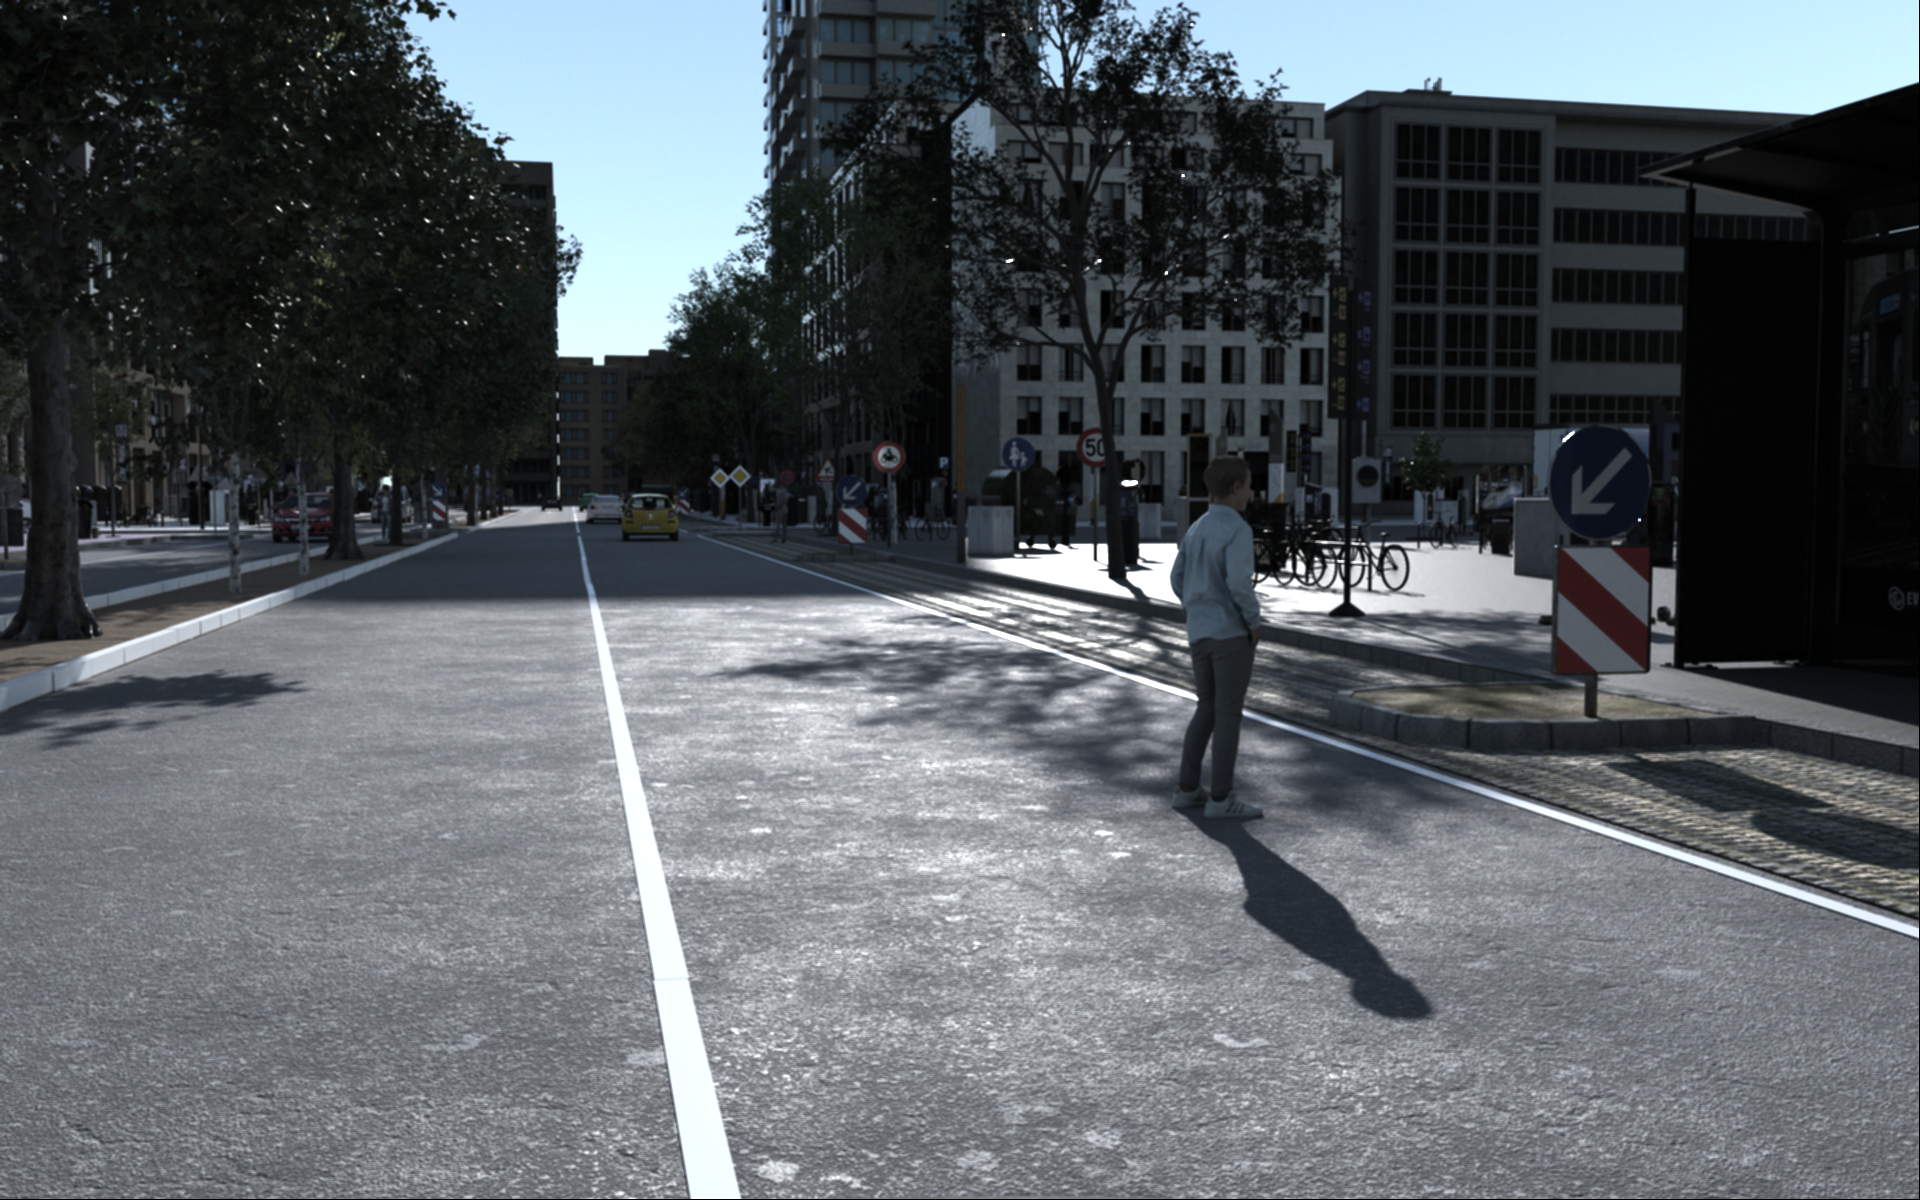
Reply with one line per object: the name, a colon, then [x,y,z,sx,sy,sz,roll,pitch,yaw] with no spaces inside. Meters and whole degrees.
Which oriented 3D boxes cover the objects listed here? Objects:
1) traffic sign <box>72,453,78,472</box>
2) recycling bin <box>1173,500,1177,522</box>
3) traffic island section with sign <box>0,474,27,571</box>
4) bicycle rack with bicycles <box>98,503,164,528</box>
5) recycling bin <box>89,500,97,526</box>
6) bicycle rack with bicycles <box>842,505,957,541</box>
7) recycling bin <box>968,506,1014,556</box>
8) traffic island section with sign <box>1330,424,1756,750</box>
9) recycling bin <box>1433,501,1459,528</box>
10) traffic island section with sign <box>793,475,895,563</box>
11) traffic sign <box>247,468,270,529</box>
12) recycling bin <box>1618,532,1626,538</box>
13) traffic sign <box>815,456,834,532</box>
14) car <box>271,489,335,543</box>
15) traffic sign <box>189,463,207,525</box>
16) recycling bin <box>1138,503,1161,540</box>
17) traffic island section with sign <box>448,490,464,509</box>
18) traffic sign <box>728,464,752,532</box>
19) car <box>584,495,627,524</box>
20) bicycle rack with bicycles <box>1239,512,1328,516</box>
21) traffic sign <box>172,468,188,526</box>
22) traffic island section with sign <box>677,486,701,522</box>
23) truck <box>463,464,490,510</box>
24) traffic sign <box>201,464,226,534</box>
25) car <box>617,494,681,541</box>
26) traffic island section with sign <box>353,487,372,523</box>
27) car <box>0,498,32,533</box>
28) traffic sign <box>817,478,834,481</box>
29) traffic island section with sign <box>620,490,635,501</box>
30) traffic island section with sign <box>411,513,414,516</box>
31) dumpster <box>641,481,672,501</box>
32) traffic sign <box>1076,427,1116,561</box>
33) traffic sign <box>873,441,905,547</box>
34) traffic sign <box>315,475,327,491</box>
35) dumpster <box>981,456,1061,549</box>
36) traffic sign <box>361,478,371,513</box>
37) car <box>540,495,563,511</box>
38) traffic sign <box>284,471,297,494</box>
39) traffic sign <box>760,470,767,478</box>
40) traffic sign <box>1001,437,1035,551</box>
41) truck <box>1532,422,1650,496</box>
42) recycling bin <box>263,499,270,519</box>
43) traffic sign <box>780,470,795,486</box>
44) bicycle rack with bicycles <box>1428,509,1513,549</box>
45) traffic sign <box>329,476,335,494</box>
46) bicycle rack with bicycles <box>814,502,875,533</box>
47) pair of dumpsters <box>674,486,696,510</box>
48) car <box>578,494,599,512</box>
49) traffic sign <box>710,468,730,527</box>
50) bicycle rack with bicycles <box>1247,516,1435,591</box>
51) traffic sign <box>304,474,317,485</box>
traffic sign: [-25.313,-2.984,48.897,0.768,2.556,0.104,-1,4,-12]
recycling bin: [10.293,-4.132,80.118,0.722,1.027,0.722,-1,4,-8]
traffic island section with sign: [-18.485,-1.510,33.319,1.989,1.847,2.006,-1,4,-13]
bicycle rack with bicycles: [-32.157,-3.304,67.395,2.852,0.926,2.925,-1,4,-22]
recycling bin: [-34.697,-3.427,68.582,0.722,1.027,0.722,0,4,3]
bicycle rack with bicycles: [-1.392,-2.145,48.450,2.852,0.926,2.925,2,4,27]
recycling bin: [0.647,-1.467,36.534,0.722,1.027,0.722,3,5,44]
traffic island section with sign: [3.386,-0.123,10.632,1.989,1.847,2.006,-1,4,-13]
recycling bin: [18.256,-3.214,65.095,0.722,1.027,0.722,-1,4,-14]
traffic island section with sign: [-2.529,-1.731,36.932,1.989,1.847,2.006,-1,4,-13]
traffic sign: [-25.451,-3.622,62.863,0.795,2.450,0.064,-1,4,-13]
recycling bin: [19.672,-2.380,51.466,0.722,1.027,0.722,-2,4,-32]
traffic sign: [-4.465,-3.584,58.599,0.884,2.594,0.081,0,4,-4]
car: [-19.681,-2.660,52.535,2.155,1.783,4.494,-1,4,-13]
traffic sign: [-31.407,-4.373,71.498,0.884,2.594,0.081,-1,4,-9]
recycling bin: [5.238,-2.196,48.460,0.722,1.027,0.722,1,4,12]
traffic island section with sign: [-47.481,-9.398,162.281,1.989,1.847,2.006,-1,4,-13]
traffic sign: [-7.455,-3.367,58.689,0.795,2.450,0.064,-1,4,-13]
car: [-17.314,-4.428,84.760,2.083,1.381,4.827,-1,4,-14]
bicycle rack with bicycles: [6.846,-1.320,34.971,2.852,0.926,2.925,-2,4,-27]
traffic sign: [-30.793,-4.055,68.435,0.606,2.300,0.079,0,4,-7]
traffic island section with sign: [-14.606,-5.014,90.614,1.989,1.847,2.006,-1,4,-13]
truck: [-44.160,-10.363,159.200,2.967,4.110,18.799,-1,4,-14]
traffic sign: [-23.700,-3.146,55.071,0.795,2.450,0.064,-1,4,-13]
car: [-9.684,-2.678,54.006,2.015,1.641,3.980,-1,4,-11]
traffic island section with sign: [-30.563,-4.793,86.996,1.989,1.847,2.006,-1,4,-13]
car: [-32.280,-2.769,57.631,4.827,1.381,2.083,-1,4,-12]
traffic sign: [-5.554,-4.452,72.787,0.884,2.594,0.081,0,4,-3]
traffic island section with sign: [-31.667,-9.656,166.508,1.989,1.847,2.006,-1,4,-13]
traffic island section with sign: [-36.480,-6.402,113.296,1.989,1.847,2.006,-1,4,-13]
dumpster: [-19.463,-6.490,111.070,1.985,2.255,1.502,-1,4,-14]
traffic sign: [2.601,-2.024,33.193,0.768,2.556,0.104,0,4,-4]
traffic sign: [-1.705,-2.541,41.647,0.768,2.556,0.104,0,4,-7]
traffic sign: [-43.407,-7.187,117.621,0.768,2.556,0.104,-1,4,-11]
dumpster: [1.453,-2.347,40.867,1.502,2.255,1.985,-1,4,-13]
traffic sign: [-40.973,-7.249,119.699,0.795,2.450,0.064,-1,4,-12]
car: [-35.315,-8.395,149.832,1.945,1.354,3.894,-1,4,-14]
traffic sign: [-37.632,-5.961,97.464,0.884,2.594,0.081,-1,4,-10]
traffic sign: [-10.459,-5.529,90.503,0.768,2.556,0.104,0,4,-4]
traffic sign: [1.305,-2.374,38.927,0.768,2.556,0.104,0,4,-7]
truck: [28.822,-4.970,70.171,11.283,4.237,2.839,-1,4,-14]
recycling bin: [-36.003,-4.786,90.797,0.722,1.027,0.722,3,4,38]
traffic sign: [-9.007,-5.518,90.319,0.768,2.556,0.104,0,4,-7]
bicycle rack with bicycles: [12.224,-1.697,41.123,2.852,0.926,2.925,2,4,34]
traffic sign: [-41.520,-7.026,114.978,0.768,2.556,0.104,0,4,-4]
bicycle rack with bicycles: [-3.071,-2.639,56.525,2.852,0.926,2.925,-3,4,-36]
pair of dumpsters: [-21.744,-8.234,137.114,1.574,2.255,4.437,-1,4,-13]
car: [-30.662,-8.252,143.718,1.959,1.807,4.718,-1,4,-14]
traffic sign: [-9.206,-3.843,66.480,0.795,2.450,0.064,-1,4,-13]
bicycle rack with bicycles: [4.430,-0.634,23.748,2.852,0.926,2.925,-1,4,-15]
traffic sign: [-39.351,-6.411,104.924,0.768,2.556,0.104,0,4,-7]
